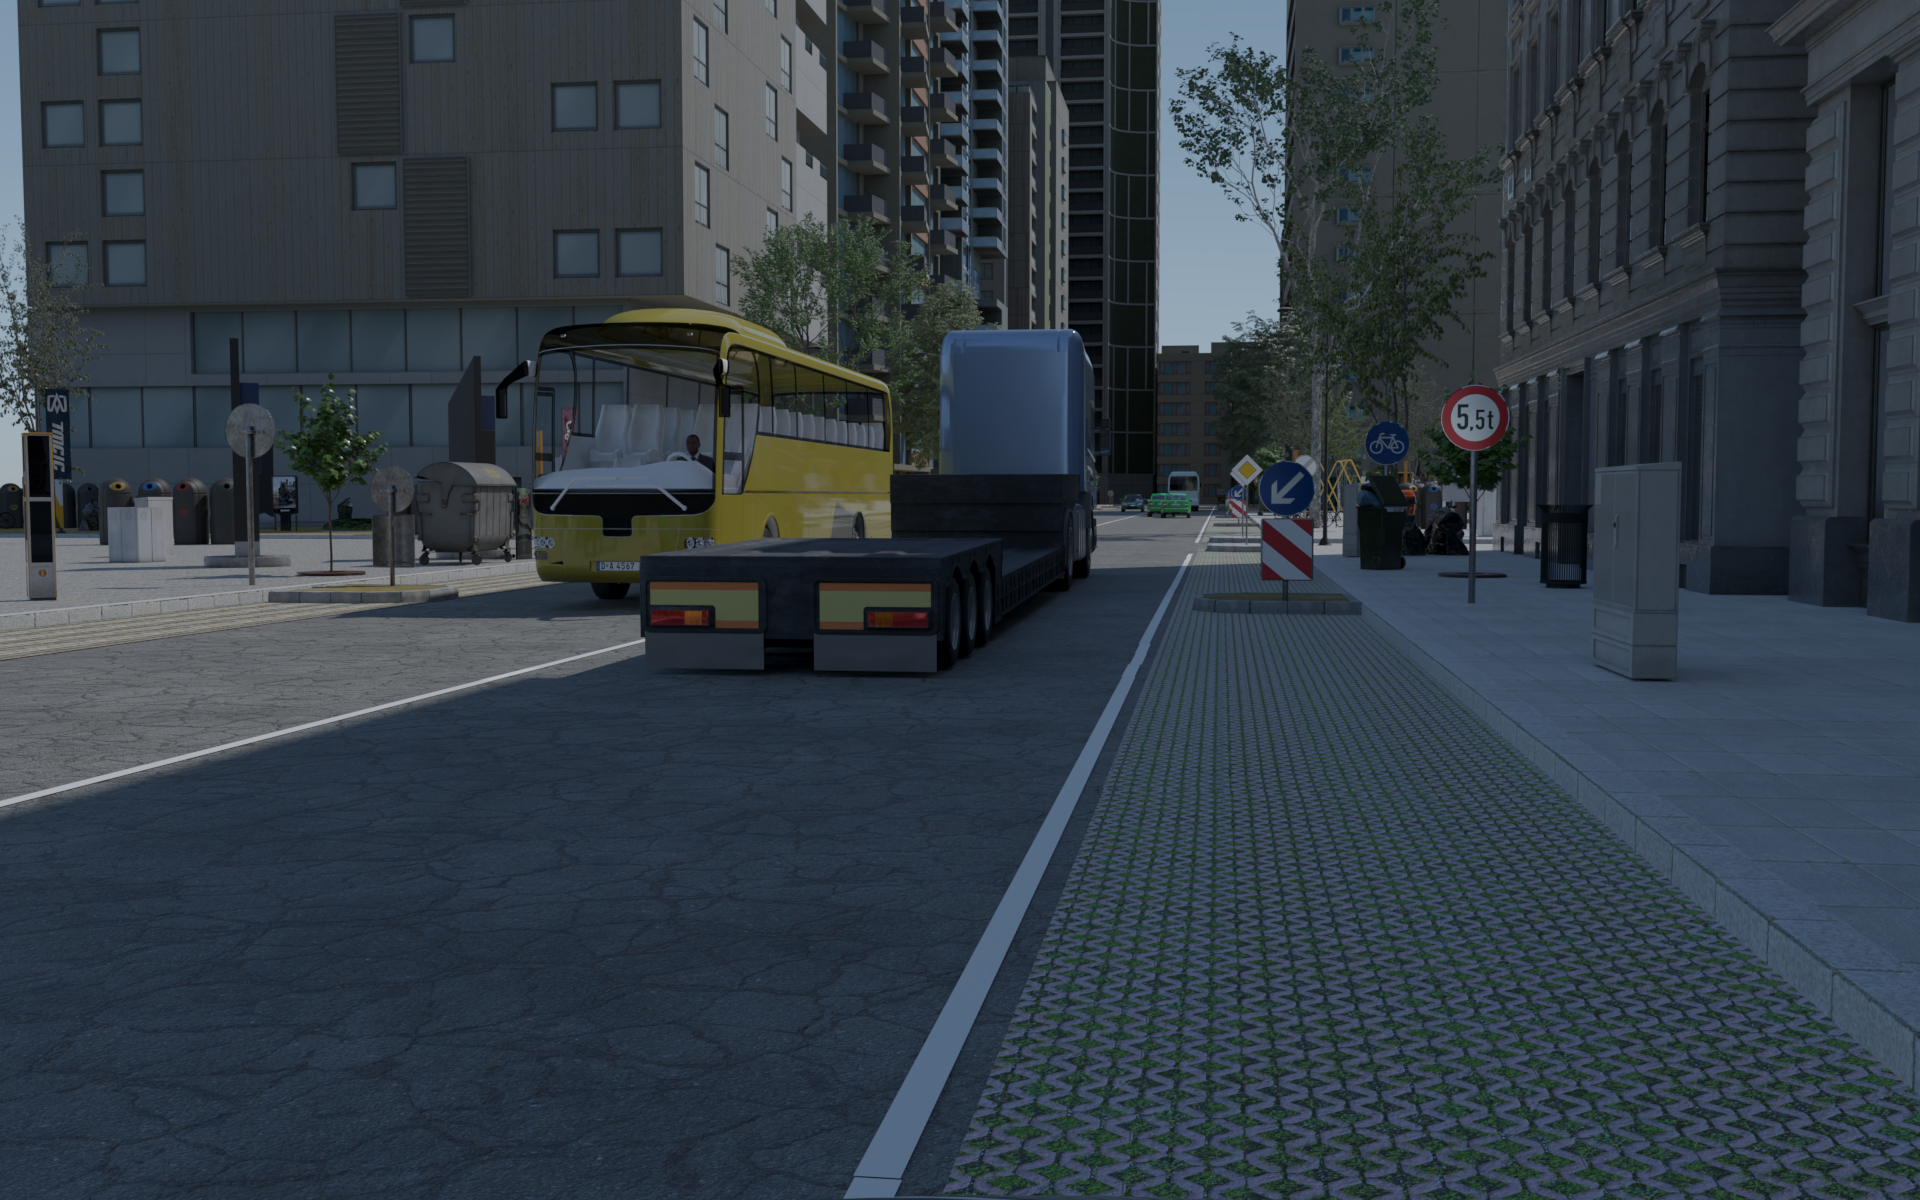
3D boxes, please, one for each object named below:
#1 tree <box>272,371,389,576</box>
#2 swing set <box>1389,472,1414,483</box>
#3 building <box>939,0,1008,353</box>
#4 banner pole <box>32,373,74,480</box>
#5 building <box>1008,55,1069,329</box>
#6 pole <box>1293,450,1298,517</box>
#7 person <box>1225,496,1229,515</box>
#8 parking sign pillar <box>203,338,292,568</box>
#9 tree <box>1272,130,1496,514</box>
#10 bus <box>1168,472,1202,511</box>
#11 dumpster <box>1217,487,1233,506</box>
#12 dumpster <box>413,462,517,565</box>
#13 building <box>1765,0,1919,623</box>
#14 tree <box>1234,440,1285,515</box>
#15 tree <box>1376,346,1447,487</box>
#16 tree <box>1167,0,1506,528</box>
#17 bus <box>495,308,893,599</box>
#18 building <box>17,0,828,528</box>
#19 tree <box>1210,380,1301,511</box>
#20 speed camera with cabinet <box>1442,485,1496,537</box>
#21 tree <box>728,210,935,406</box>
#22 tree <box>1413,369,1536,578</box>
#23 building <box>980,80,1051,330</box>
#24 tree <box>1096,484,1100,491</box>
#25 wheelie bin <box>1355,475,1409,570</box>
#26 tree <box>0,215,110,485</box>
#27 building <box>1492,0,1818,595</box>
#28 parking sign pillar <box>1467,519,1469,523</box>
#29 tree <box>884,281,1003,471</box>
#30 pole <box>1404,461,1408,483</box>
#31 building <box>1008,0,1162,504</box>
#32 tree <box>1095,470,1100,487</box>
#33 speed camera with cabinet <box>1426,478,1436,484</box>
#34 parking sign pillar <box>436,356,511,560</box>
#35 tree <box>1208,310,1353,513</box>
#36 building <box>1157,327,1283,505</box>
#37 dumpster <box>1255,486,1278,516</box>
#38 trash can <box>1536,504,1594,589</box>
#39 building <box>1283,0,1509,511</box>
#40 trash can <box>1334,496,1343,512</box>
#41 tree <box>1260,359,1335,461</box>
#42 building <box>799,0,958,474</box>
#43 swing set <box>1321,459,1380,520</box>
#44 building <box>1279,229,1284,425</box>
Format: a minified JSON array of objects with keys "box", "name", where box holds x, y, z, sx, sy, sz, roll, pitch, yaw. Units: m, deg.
[{"box":[-9.830,-2.004,27.369,1.663,3.219,1.824,0,3,0],"name":"tree"},{"box":[30.832,-7.672,123.050,3.119,2.851,2.862,1,4,10],"name":"swing set"},{"box":[-6.609,-50.864,144.292,22.319,86.520,31.000,1,4,9],"name":"building"},{"box":[-18.980,-2.822,36.155,0.863,3.779,0.401,-3,5,-41],"name":"banner pole"},{"box":[0.476,-34.667,190.503,21.600,48.544,21.300,1,4,9],"name":"building"},{"box":[15.450,-5.259,79.829,0.158,3.312,0.155,0,3,0],"name":"pole"},{"box":[17.418,-6.123,112.862,0.306,1.304,0.590,2,4,25],"name":"person"},{"box":[-12.656,-2.581,30.664,1.447,3.967,1.447,-1,4,-22],"name":"parking sign pillar"},{"box":[8.458,-5.144,34.466,4.737,8.622,4.395,0,3,0],"name":"tree"},{"box":[19.229,-9.396,148.492,2.948,3.499,13.247,0,4,8],"name":"bus"},{"box":[30.532,-11.897,199.460,1.985,2.255,1.502,0,4,7],"name":"dumpster"},{"box":[-9.101,-1.598,31.881,1.264,1.857,1.865,1,4,8],"name":"dumpster"},{"box":[13.334,-11.097,10.318,11.050,23.489,19.941,1,4,9],"name":"building"},{"box":[19.113,-7.444,105.423,4.285,4.588,4.351,0,3,0],"name":"tree"},{"box":[22.385,-8.243,85.133,4.360,8.622,3.978,0,3,0],"name":"tree"},{"box":[14.417,-12.684,63.278,12.611,20.169,13.585,0,3,0],"name":"tree"},{"box":[-3.339,-2.151,26.717,2.896,3.916,12.252,0,4,8],"name":"bus"},{"box":[-21.524,-29.880,77.776,28.713,52.752,27.495,1,4,9],"name":"building"},{"box":[22.801,-11.980,130.291,8.767,10.594,7.601,1,4,18],"name":"tree"},{"box":[15.651,-3.542,52.249,2.038,3.252,0.660,0,4,-1],"name":"speed camera with cabinet"},{"box":[-4.999,-8.360,62.435,9.928,11.665,9.643,0,3,0],"name":"tree"},{"box":[7.965,-1.978,26.944,1.663,3.219,1.824,0,3,0],"name":"tree"},{"box":[1.035,-29.583,167.281,14.154,41.232,14.086,1,4,9],"name":"building"},{"box":[13.705,-11.517,182.905,1.663,3.219,1.824,0,3,0],"name":"tree"},{"box":[7.130,-1.317,29.436,0.980,1.594,0.693,-2,4,-35],"name":"wheelie bin"},{"box":[-24.201,-5.799,45.170,4.360,8.622,3.978,0,3,0],"name":"tree"},{"box":[15.500,-11.032,29.518,9.793,20.994,18.267,1,4,9],"name":"building"},{"box":[22.987,-5.354,76.004,1.447,3.967,1.447,-2,4,-30],"name":"parking sign pillar"},{"box":[-0.699,-10.678,92.715,7.486,12.596,7.792,0,3,0],"name":"tree"},{"box":[27.321,-6.873,106.217,0.158,3.312,0.155,0,3,0],"name":"pole"},{"box":[15.073,-47.991,222.901,20.611,71.187,20.563,1,4,9],"name":"building"},{"box":[13.466,-12.467,187.553,4.285,4.588,4.351,0,3,0],"name":"tree"},{"box":[34.061,-7.867,122.962,2.038,3.252,0.660,-2,4,-26],"name":"speed camera with cabinet"},{"box":[-9.699,-2.810,34.412,1.447,3.967,1.447,-3,5,-39],"name":"parking sign pillar"},{"box":[21.910,-13.044,119.917,9.857,13.997,8.962,0,3,0],"name":"tree"},{"box":[40.602,-23.193,224.241,28.899,21.520,27.650,1,4,9],"name":"building"},{"box":[18.191,-6.096,102.170,1.502,2.255,1.985,1,4,9],"name":"dumpster"},{"box":[8.257,-0.735,23.677,0.748,1.137,0.748,0,3,0],"name":"trash can"},{"box":[37.701,-31.678,141.645,21.300,48.544,21.600,1,4,9],"name":"building"},{"box":[27.363,-6.933,125.002,0.748,1.137,0.748,0,3,0],"name":"trash can"},{"box":[18.320,-8.877,95.495,4.360,8.622,3.978,0,3,0],"name":"tree"},{"box":[-12.178,-28.044,113.136,22.147,44.769,28.867,1,4,9],"name":"building"},{"box":[17.601,-5.014,79.594,2.862,2.851,3.119,0,4,3],"name":"swing set"},{"box":[41.846,-25.519,188.941,14.160,30.474,14.107,1,4,9],"name":"building"}]
